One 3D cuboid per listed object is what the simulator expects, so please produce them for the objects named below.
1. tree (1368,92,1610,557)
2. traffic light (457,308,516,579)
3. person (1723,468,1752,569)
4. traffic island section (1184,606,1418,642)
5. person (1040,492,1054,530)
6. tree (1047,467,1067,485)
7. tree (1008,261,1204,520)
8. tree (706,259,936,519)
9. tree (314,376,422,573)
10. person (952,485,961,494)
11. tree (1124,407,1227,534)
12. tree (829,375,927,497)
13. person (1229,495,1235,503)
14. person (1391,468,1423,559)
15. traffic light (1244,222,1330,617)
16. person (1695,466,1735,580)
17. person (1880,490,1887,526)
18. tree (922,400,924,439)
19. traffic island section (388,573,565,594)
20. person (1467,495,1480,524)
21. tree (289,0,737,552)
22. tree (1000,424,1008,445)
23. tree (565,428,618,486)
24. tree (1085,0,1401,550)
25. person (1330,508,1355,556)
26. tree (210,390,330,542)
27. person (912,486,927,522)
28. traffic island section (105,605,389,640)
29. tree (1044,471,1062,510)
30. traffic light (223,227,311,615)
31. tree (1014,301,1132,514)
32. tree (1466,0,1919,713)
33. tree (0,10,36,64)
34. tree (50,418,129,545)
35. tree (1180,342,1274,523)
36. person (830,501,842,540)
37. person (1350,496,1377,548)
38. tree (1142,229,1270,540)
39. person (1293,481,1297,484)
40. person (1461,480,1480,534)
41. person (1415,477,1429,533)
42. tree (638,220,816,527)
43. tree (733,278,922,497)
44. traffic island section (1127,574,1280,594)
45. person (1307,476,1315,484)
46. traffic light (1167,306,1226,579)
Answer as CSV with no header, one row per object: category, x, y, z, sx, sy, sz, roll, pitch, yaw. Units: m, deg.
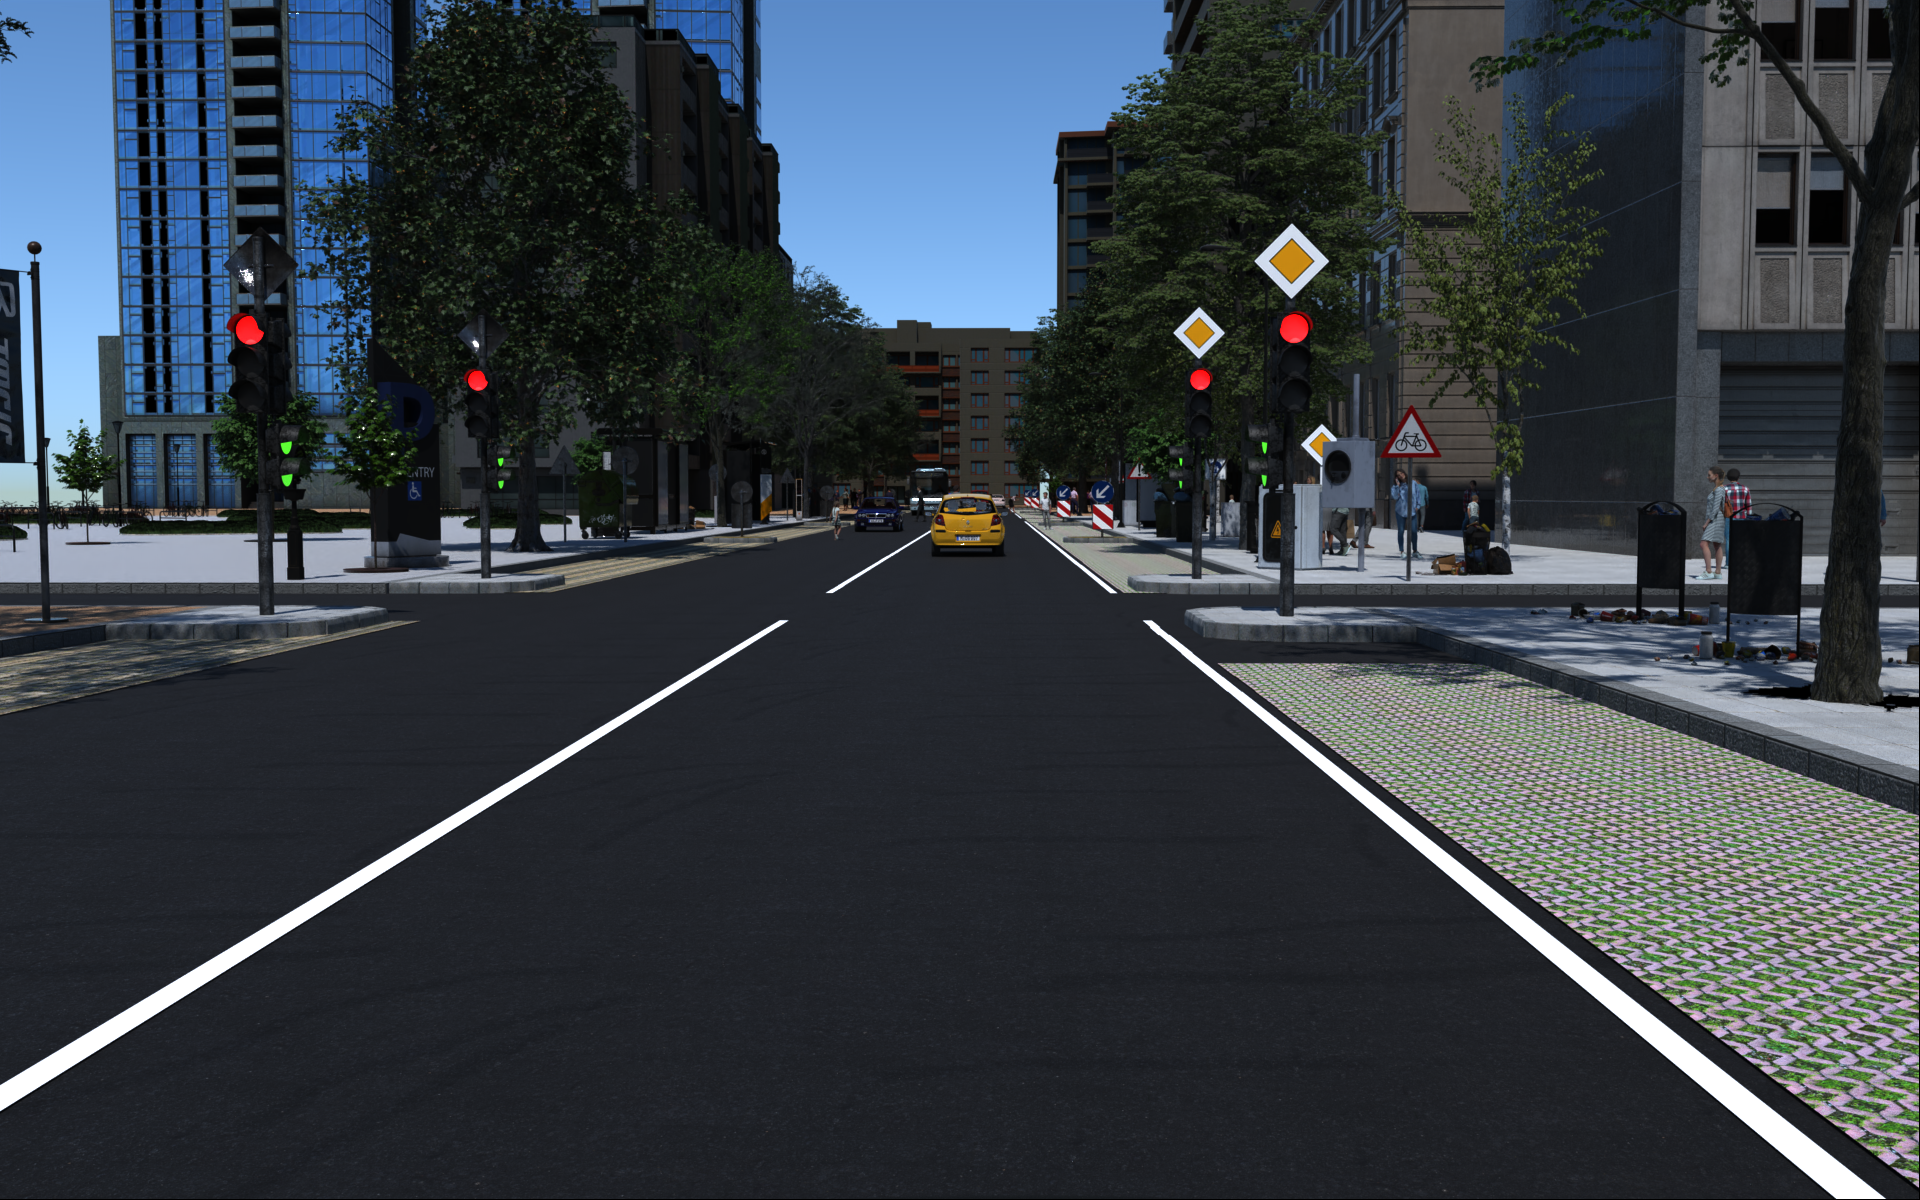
tree,9.646,-4.938,31.093,4.737,8.622,4.395,0,3,0
traffic light,-7.199,-2.284,26.257,0.839,4.253,0.868,0,4,1
person,13.182,-1.381,29.462,0.563,1.720,0.643,0,4,6
traffic island section,3.457,0.249,18.209,2.009,0.180,2.903,0,4,1
person,3.491,-3.571,69.482,0.503,1.515,0.523,-2,4,-25
tree,9.307,-13.627,173.170,4.737,8.622,4.395,0,3,0
tree,7.631,-10.276,85.016,9.611,12.733,9.660,0,3,0
tree,-8.117,-11.024,90.609,12.009,13.543,11.850,0,3,0
tree,-9.748,-2.069,28.423,1.663,3.219,1.824,0,3,0
person,0.007,-3.471,65.603,0.716,1.782,0.532,3,5,41
tree,6.966,-4.358,54.968,4.285,4.588,4.351,0,3,0
tree,-7.091,-12.320,135.847,7.601,10.594,8.767,3,5,43
person,11.062,-3.657,70.524,0.332,1.250,0.352,-1,4,-9
person,8.905,-1.724,34.487,0.793,1.790,0.793,-2,4,-27
traffic light,3.417,-1.784,18.095,0.839,4.253,0.868,0,4,1
person,11.361,-1.163,26.056,0.522,1.701,0.512,1,4,21
person,13.991,-1.250,26.816,0.444,1.785,0.601,-2,4,-28
tree,-7.687,-14.775,148.231,9.857,13.997,8.962,0,3,0
traffic island section,-7.238,-0.251,26.392,2.009,0.180,2.903,0,4,1
person,14.359,-2.308,48.459,0.332,1.250,0.352,2,4,34
tree,-9.782,-7.436,38.587,9.611,12.733,9.660,0,3,0
tree,8.619,-15.039,162.890,9.611,12.733,9.660,0,3,0
tree,-18.080,-6.259,86.053,4.285,4.588,4.351,0,3,0
tree,6.304,-7.407,39.229,7.486,12.596,7.792,0,3,0
person,8.019,-1.808,36.093,0.515,1.767,0.782,2,4,35
tree,-18.646,-3.856,46.765,4.285,4.588,4.351,0,3,0
person,-2.086,-4.954,89.272,0.755,1.850,0.659,0,4,8
traffic island section,-7.383,0.237,18.409,2.009,0.180,2.903,0,4,1
tree,8.099,-9.161,144.383,1.663,3.219,1.824,0,3,0
traffic light,-7.343,-1.795,18.273,0.839,4.253,0.868,0,4,1
tree,8.193,-12.677,113.917,9.857,13.997,8.962,0,3,0
tree,5.615,-5.170,10.285,9.928,11.665,9.643,0,3,0
tree,-9.476,-4.657,10.552,8.767,10.594,7.601,3,4,37
tree,-22.338,-3.029,44.132,1.663,3.219,1.824,0,3,0
tree,11.602,-7.689,76.077,4.360,8.622,3.978,0,3,0
person,-3.904,-2.464,53.794,0.505,1.210,0.382,3,5,41
person,9.645,-2.128,40.961,0.853,1.813,0.709,-2,4,-27
tree,6.969,-5.937,47.437,4.737,8.622,4.395,0,3,0
person,13.526,-3.934,70.394,0.654,1.822,0.581,2,4,23
person,16.167,-2.929,54.777,0.563,1.720,0.643,-1,4,-9
person,15.305,-3.176,57.840,0.638,1.841,0.748,1,4,21
tree,-9.442,-8.644,67.093,9.928,11.665,9.643,0,3,0
tree,-8.746,-11.942,101.901,9.857,13.997,8.962,0,3,0
traffic island section,3.601,-0.239,26.192,2.009,0.180,2.903,0,4,1
person,9.757,-2.656,49.682,0.699,1.804,1.509,-3,4,-38
traffic light,3.561,-2.273,26.079,0.839,4.253,0.868,0,4,1
